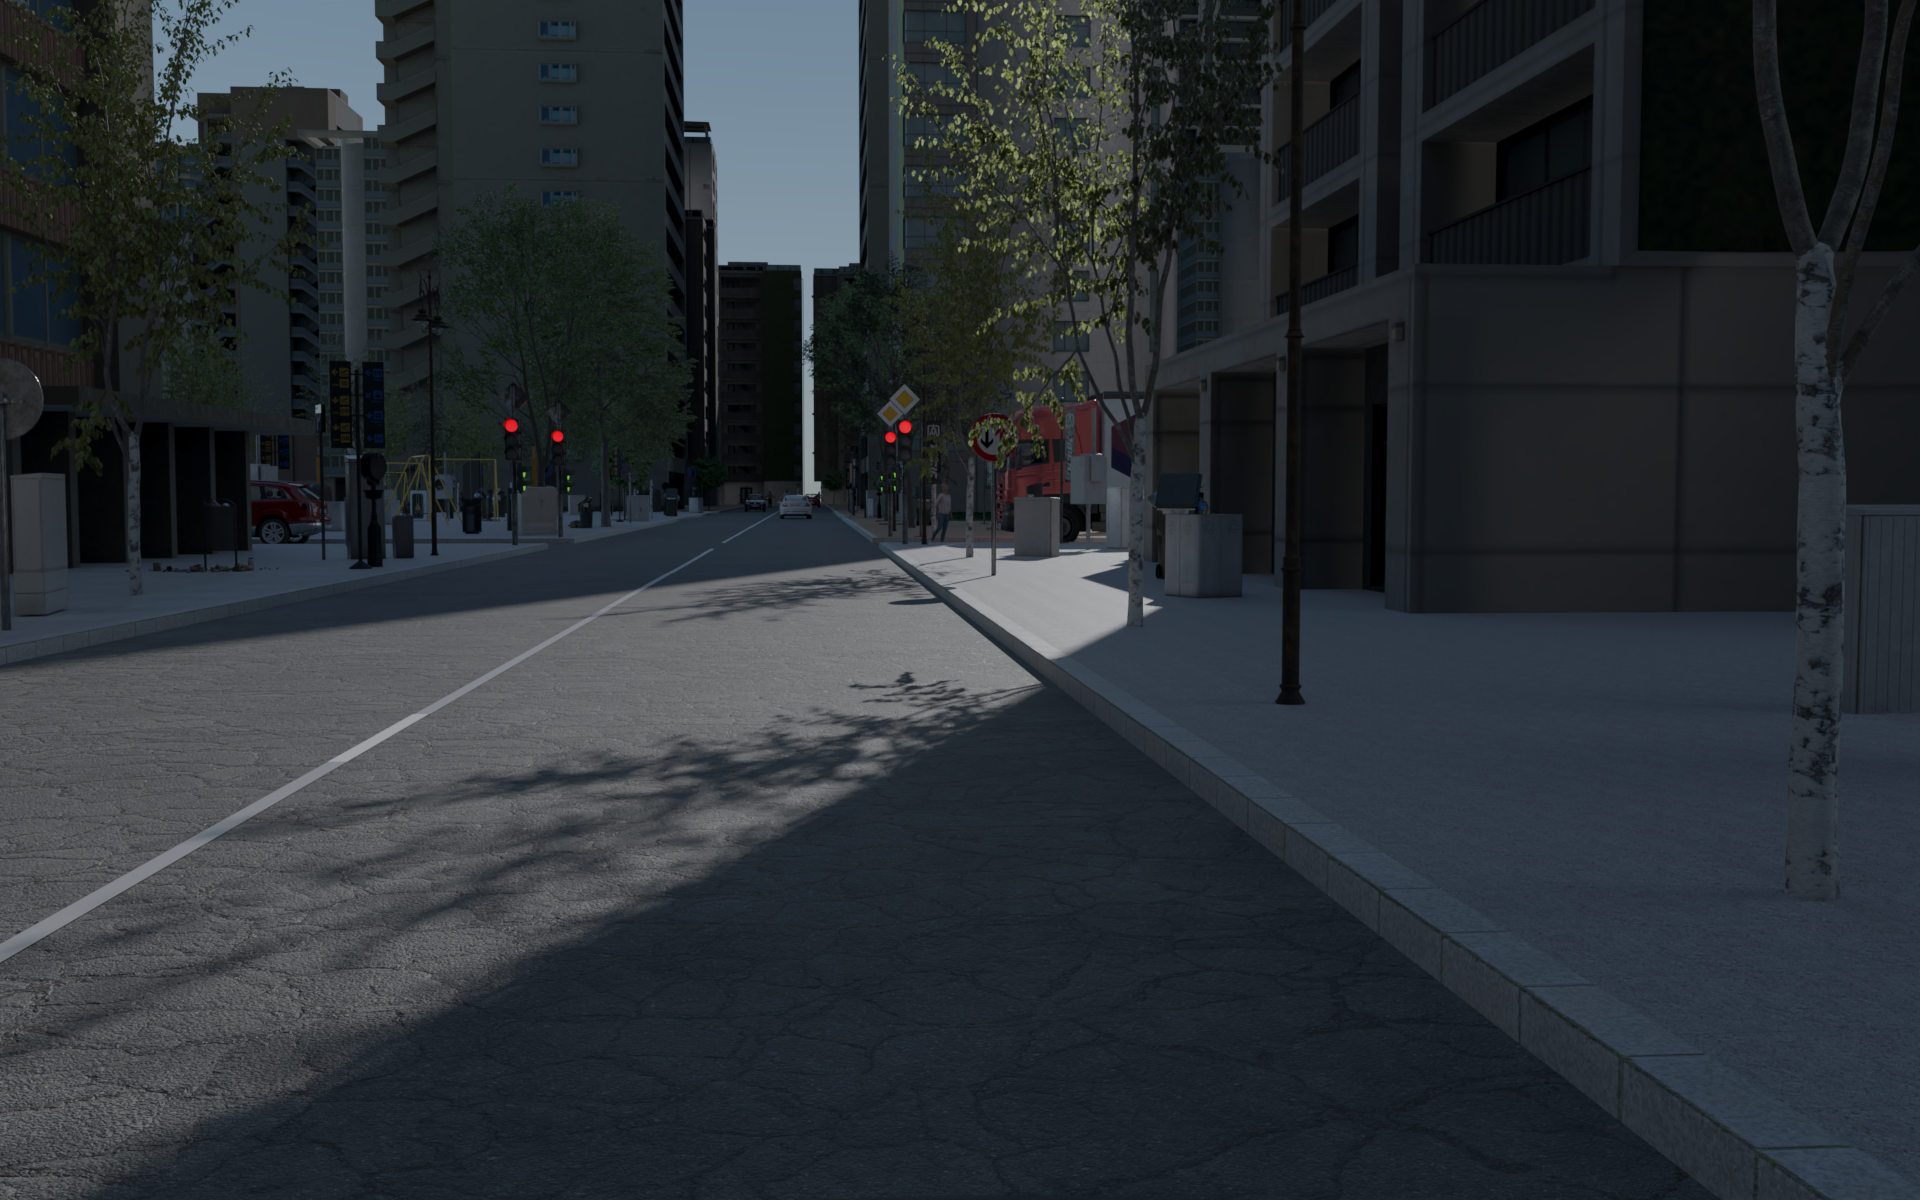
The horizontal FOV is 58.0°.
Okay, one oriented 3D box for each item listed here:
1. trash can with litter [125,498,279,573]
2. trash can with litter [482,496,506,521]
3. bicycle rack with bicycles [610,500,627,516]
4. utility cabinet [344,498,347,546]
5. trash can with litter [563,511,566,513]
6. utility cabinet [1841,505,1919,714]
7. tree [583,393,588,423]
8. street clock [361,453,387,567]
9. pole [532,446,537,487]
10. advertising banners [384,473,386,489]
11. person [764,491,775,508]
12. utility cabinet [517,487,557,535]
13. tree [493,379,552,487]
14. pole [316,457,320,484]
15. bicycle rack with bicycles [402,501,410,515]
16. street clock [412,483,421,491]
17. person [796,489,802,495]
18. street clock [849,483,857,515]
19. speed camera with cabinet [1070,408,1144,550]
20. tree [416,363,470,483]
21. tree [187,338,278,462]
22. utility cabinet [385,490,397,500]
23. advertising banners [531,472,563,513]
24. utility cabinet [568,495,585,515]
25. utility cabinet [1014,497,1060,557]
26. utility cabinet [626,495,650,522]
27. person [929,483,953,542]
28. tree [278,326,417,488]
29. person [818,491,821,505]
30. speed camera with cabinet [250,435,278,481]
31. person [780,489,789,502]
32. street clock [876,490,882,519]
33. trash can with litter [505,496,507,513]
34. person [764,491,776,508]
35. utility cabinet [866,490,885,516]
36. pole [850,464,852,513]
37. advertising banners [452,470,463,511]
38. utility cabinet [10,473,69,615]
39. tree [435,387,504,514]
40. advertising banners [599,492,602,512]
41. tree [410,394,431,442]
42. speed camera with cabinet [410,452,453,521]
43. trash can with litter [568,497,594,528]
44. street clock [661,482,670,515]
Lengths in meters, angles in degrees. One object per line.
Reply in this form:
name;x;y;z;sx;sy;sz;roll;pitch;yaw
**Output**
trash can with litter;-12.698;-1.090;28.875;2.233;1.210;1.678;0;4;-4
trash can with litter;-22.263;-4.318;81.664;1.678;1.210;2.233;-1;4;-22
bicycle rack with bicycles;-19.821;-5.412;101.861;2.852;0.926;2.925;-1;4;-17
utility cabinet;-15.035;-1.970;43.364;0.306;1.237;1.020;0;4;8
trash can with litter;-27.557;-6.551;118.165;2.233;1.210;1.678;1;4;22
utility cabinet;5.691;0.054;10.276;1.020;1.237;0.306;-1;4;-12
tree;-19.273;-9.032;98.030;4.737;8.622;4.395;0;3;0
street clock;-10.290;-1.580;30.406;0.358;2.002;0.471;1;4;17
pole;-18.093;-4.882;73.669;0.158;3.312;0.155;0;3;0
advertising banners;-33.349;-6.338;99.821;0.090;3.025;2.074;0;4;-1
person;-20.086;-10.606;182.622;1.217;1.736;0.721;-1;4;-20
utility cabinet;-13.036;-2.739;53.461;1.173;1.500;0.318;-3;4;-39
tree;-26.507;-9.552;106.537;4.360;8.622;3.978;0;3;0
pole;-35.379;-6.219;95.530;0.158;3.312;0.155;0;3;0
bicycle rack with bicycles;-30.295;-4.897;93.446;2.852;0.926;2.925;0;4;-3
street clock;-32.163;-5.987;102.451;0.471;2.002;0.358;0;4;-3
person;-10.365;-6.363;113.210;0.598;1.740;0.731;3;5;43
street clock;-6.529;-6.201;105.954;0.471;2.002;0.358;0;3;0
speed camera with cabinet;3.538;-2.817;40.389;2.038;3.252;0.660;-2;4;-34
tree;-30.007;-9.047;98.277;4.360;8.622;3.978;0;3;0
tree;-34.166;-8.024;81.560;4.360;8.622;3.978;0;3;0
utility cabinet;-29.529;-4.946;89.544;0.318;1.500;1.173;0;4;6
advertising banners;-24.702;-6.557;103.394;2.074;3.025;0.090;1;4;13
utility cabinet;-23.451;-5.798;105.952;1.020;1.237;0.306;-3;5;-42
utility cabinet;1.585;-1.498;35.661;1.020;1.237;0.306;3;5;44
utility cabinet;-15.074;-4.276;81.072;1.020;1.237;0.306;0;4;8
person;-0.594;-2.327;47.225;0.598;1.740;0.731;2;4;32
tree;-26.628;-7.653;75.488;4.360;8.622;3.978;0;3;0
person;-16.213;-11.639;199.461;0.621;1.740;0.551;-1;4;-17
speed camera with cabinet;-20.947;-3.599;53.187;2.038;3.252;0.660;2;4;34
person;-12.251;-6.834;120.586;0.716;1.782;0.532;2;4;32
street clock;-4.232;-5.270;90.732;0.471;2.002;0.358;-1;4;-21
trash can with litter;-30.435;-6.372;115.562;0.624;1.170;1.055;-2;4;-25
person;-20.205;-10.697;184.127;1.217;1.736;0.721;-1;4;-17
utility cabinet;-4.822;-5.577;99.862;1.173;1.500;0.318;-1;4;-20
pole;-7.265;-7.458;115.787;0.158;3.312;0.155;0;3;0
advertising banners;-35.717;-7.778;123.364;0.090;3.025;2.074;1;4;9
utility cabinet;-9.893;-0.607;18.610;0.318;1.500;1.173;-1;4;-17
tree;-33.138;-10.023;114.244;4.737;8.622;4.395;0;3;0
advertising banners;-24.939;-7.672;121.619;0.090;3.025;2.074;1;4;9
tree;-35.645;-9.618;107.618;4.737;8.622;4.395;0;3;0
speed camera with cabinet;-24.956;-5.344;81.713;2.038;3.252;0.660;1;4;20
trash can with litter;-14.232;-3.273;64.900;1.055;1.170;0.624;2;4;25
street clock;-17.849;-6.141;104.973;0.471;2.002;0.358;-2;4;-32
